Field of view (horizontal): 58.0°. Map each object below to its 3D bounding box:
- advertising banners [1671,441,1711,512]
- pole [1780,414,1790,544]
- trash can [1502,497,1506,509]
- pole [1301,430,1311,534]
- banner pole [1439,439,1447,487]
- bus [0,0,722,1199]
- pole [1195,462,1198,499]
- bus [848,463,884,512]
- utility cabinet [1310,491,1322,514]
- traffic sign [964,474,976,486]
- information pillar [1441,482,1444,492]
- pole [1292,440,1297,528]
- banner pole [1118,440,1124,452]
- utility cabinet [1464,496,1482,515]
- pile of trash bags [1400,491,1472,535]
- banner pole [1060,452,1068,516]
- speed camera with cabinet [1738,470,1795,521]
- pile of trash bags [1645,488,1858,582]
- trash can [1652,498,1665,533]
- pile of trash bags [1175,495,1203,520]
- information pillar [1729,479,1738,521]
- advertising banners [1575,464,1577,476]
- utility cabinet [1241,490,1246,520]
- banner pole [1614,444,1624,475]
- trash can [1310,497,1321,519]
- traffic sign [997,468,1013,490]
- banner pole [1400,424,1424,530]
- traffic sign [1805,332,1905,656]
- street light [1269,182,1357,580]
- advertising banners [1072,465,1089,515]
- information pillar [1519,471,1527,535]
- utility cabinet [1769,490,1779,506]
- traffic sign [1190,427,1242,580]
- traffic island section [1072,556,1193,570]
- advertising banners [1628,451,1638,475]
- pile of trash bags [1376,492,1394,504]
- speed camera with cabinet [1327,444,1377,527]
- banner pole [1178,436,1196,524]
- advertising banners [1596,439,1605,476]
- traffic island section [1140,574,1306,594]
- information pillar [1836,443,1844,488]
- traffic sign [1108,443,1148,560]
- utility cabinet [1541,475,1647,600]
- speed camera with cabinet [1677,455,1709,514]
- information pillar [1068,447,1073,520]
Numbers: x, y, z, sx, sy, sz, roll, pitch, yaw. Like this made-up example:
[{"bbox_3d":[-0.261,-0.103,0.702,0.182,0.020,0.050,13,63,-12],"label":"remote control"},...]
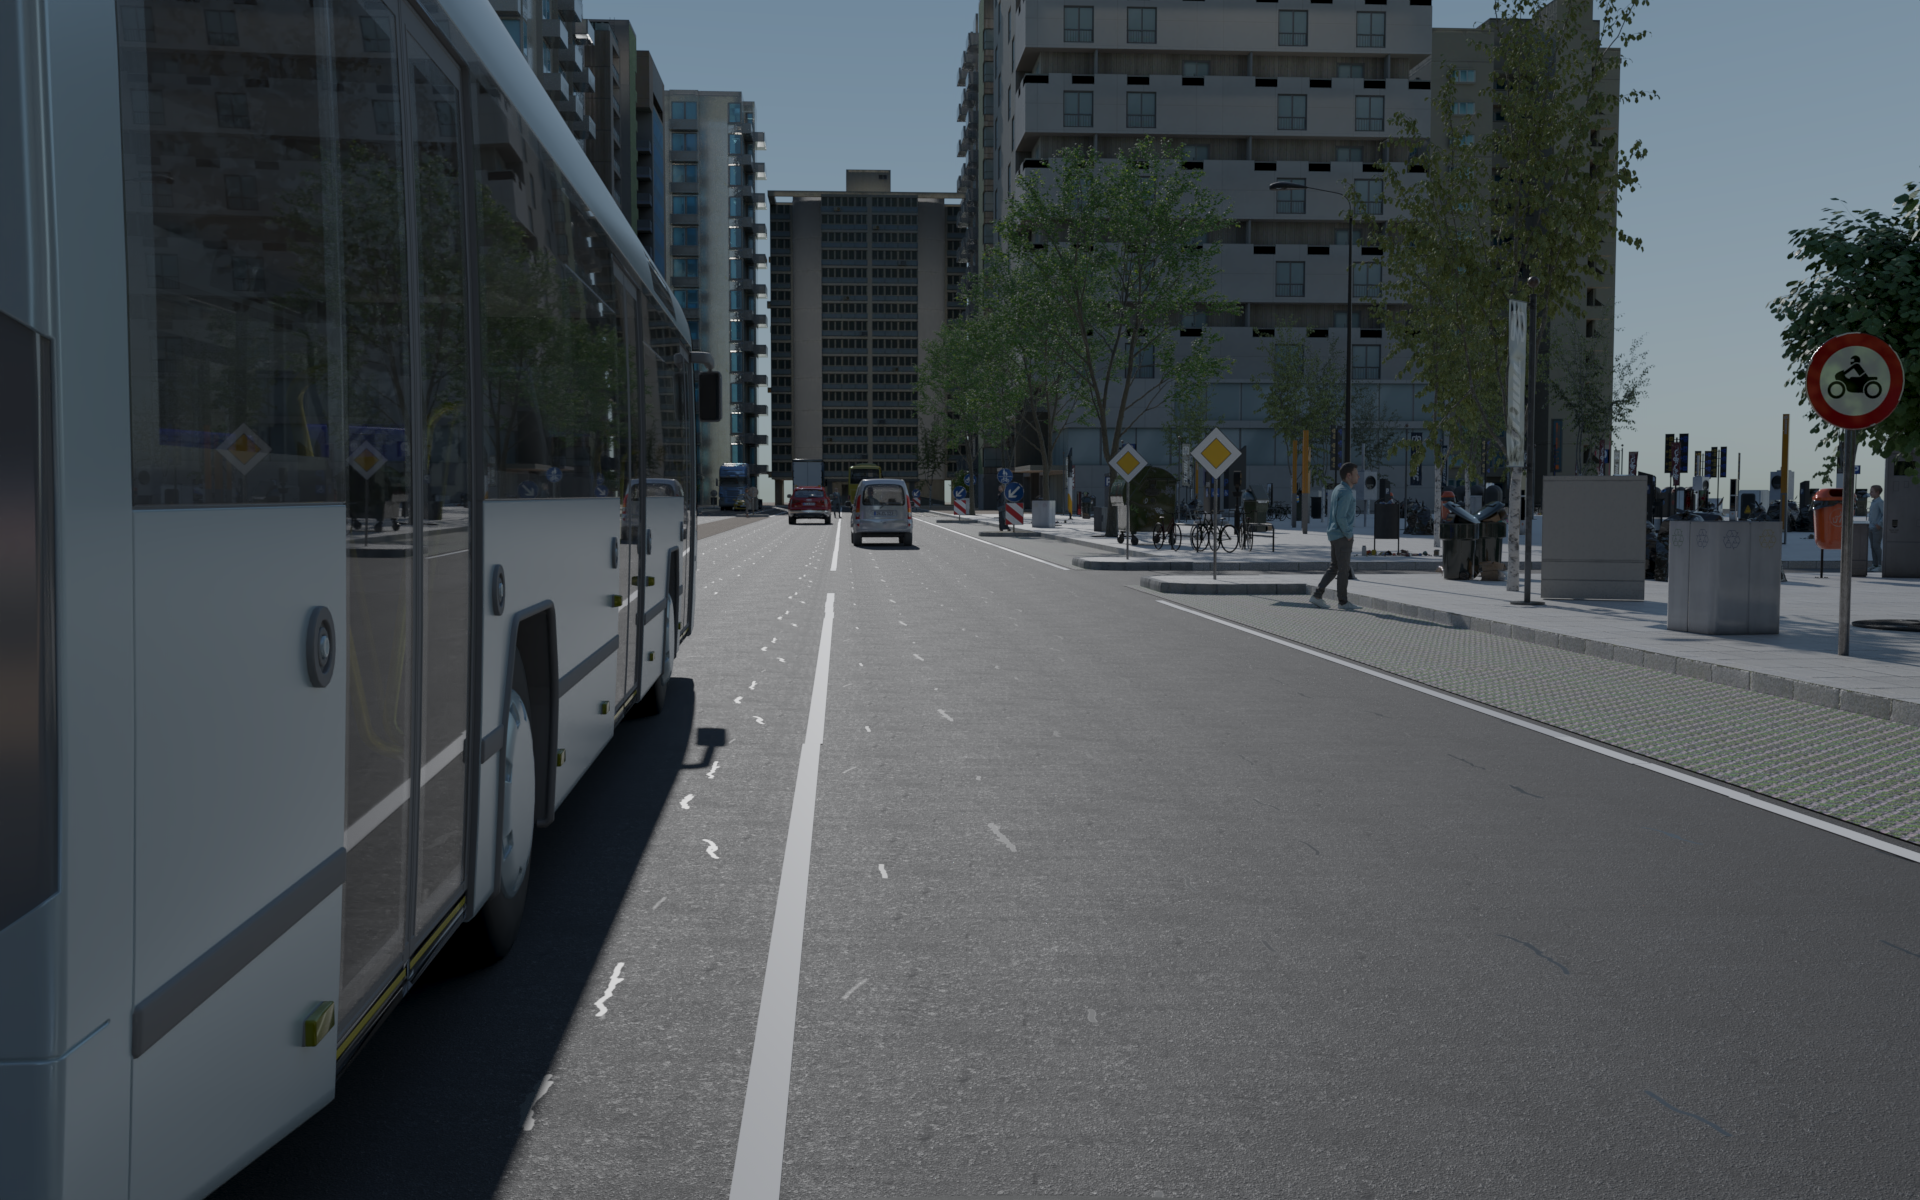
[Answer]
[{"bbox_3d":[24.071,-3.728,57.143,0.090,3.025,2.074,-1,4,-12],"label":"advertising banners"},{"bbox_3d":[20.986,-3.072,44.074,0.158,3.312,0.155,0,3,0],"label":"pole"},{"bbox_3d":[26.317,-4.465,84.663,0.748,1.137,0.748,0,3,0],"label":"trash can"},{"bbox_3d":[11.067,-3.771,55.500,0.158,3.312,0.155,0,3,0],"label":"pole"},{"bbox_3d":[21.843,-5.405,78.387,0.401,3.779,0.863,-1,4,-12],"label":"banner pole"},{"bbox_3d":[-2.884,-0.825,8.341,2.948,3.499,13.247,0,4,-5],"label":"bus"},{"bbox_3d":[14.796,-6.998,108.255,0.158,3.312,0.155,0,3,0],"label":"pole"},{"bbox_3d":[-7.508,-8.999,138.680,2.896,3.916,12.252,0,4,-2],"label":"bus"},{"bbox_3d":[22.055,-6.060,107.752,0.318,1.500,1.173,-2,4,-26],"label":"utility cabinet"},{"bbox_3d":[0.636,-6.614,108.247,0.768,2.556,0.104,0,4,4],"label":"traffic sign"},{"bbox_3d":[28.780,-6.030,103.074,0.304,2.012,0.304,2,4,32],"label":"information pillar"},{"bbox_3d":[12.739,-4.410,65.954,0.158,3.312,0.155,0,3,0],"label":"pole"},{"bbox_3d":[7.530,-5.574,81.145,0.401,3.779,0.863,-1,4,-14],"label":"banner pole"},{"bbox_3d":[19.394,-3.326,65.540,0.306,1.237,1.020,0,4,-6],"label":"utility cabinet"},{"bbox_3d":[15.021,-2.715,54.145,1.912,1.369,3.447,0,4,6],"label":"pile of trash bags"},{"bbox_3d":[6.302,-6.882,102.543,0.863,3.779,0.401,-3,5,-40],"label":"banner pole"},{"bbox_3d":[31.240,-4.452,67.127,0.660,3.252,2.038,-2,4,-29],"label":"speed camera with cabinet"},{"bbox_3d":[11.745,-0.998,26.077,3.447,1.369,1.912,0,4,-3],"label":"pile of trash bags"},{"bbox_3d":[22.768,-2.768,56.916,0.748,1.137,0.748,0,3,0],"label":"trash can"},{"bbox_3d":[11.458,-4.668,86.079,1.912,1.369,3.447,-3,5,-41],"label":"pile of trash bags"},{"bbox_3d":[37.199,-4.818,83.272,0.304,2.012,0.304,3,4,38],"label":"information pillar"},{"bbox_3d":[31.850,-5.692,89.251,0.090,3.025,2.074,1,4,12],"label":"advertising banners"},{"bbox_3d":[14.234,-4.663,84.926,0.318,1.500,1.173,-2,4,-26],"label":"utility cabinet"},{"bbox_3d":[32.967,-5.914,86.706,0.863,3.779,0.401,-2,4,-30],"label":"banner pole"},{"bbox_3d":[18.525,-4.784,89.868,0.748,1.137,0.748,0,3,0],"label":"trash can"},{"bbox_3d":[2.236,-5.249,85.932,0.768,2.556,0.104,0,4,1],"label":"traffic sign"},{"bbox_3d":[16.098,-4.383,61.681,0.863,3.779,0.401,-1,4,-15],"label":"banner pole"},{"bbox_3d":[7.029,-0.831,13.701,0.768,2.556,0.104,0,4,2],"label":"traffic sign"},{"bbox_3d":[5.294,-3.268,25.965,1.470,5.913,1.316,0,4,-4],"label":"street light"},{"bbox_3d":[7.238,-6.653,104.969,0.090,3.025,2.074,3,4,37],"label":"advertising banners"},{"bbox_3d":[17.582,-3.056,54.456,0.304,2.012,0.304,-2,4,-35],"label":"information pillar"},{"bbox_3d":[48.801,-5.861,104.502,0.318,1.500,1.173,-2,4,-29],"label":"utility cabinet"},{"bbox_3d":[3.818,-1.362,25.916,0.795,2.450,0.064,0,4,-4],"label":"traffic sign"},{"bbox_3d":[3.303,-0.714,33.961,2.009,0.180,2.903,0,4,-4],"label":"traffic island section"},{"bbox_3d":[27.233,-4.614,71.630,0.090,3.025,2.074,-2,4,-24],"label":"advertising banners"},{"bbox_3d":[23.110,-5.043,92.204,1.912,1.369,3.447,0,4,2],"label":"pile of trash bags"},{"bbox_3d":[15.284,-4.471,67.431,2.038,3.252,0.660,-2,4,-29],"label":"speed camera with cabinet"},{"bbox_3d":[9.706,-5.219,75.351,0.863,3.779,0.401,-3,4,-36],"label":"banner pole"},{"bbox_3d":[20.519,-3.583,54.766,0.090,3.025,2.074,0,4,4],"label":"advertising banners"},{"bbox_3d":[3.841,-0.227,25.994,2.009,0.180,2.903,0,4,-4],"label":"traffic island section"},{"bbox_3d":[35.673,-4.808,69.959,0.504,3.616,0.183,1,4,9],"label":"information pillar"},{"bbox_3d":[3.280,-1.850,33.883,0.795,2.450,0.064,0,4,-4],"label":"traffic sign"},{"bbox_3d":[7.659,-0.749,20.932,1.173,1.500,0.318,1,4,22],"label":"utility cabinet"},{"bbox_3d":[37.306,-5.734,88.094,2.038,3.252,0.660,-3,4,-36],"label":"speed camera with cabinet"},{"bbox_3d":[5.513,-5.832,86.706,0.183,3.616,0.504,1,4,20],"label":"information pillar"}]
